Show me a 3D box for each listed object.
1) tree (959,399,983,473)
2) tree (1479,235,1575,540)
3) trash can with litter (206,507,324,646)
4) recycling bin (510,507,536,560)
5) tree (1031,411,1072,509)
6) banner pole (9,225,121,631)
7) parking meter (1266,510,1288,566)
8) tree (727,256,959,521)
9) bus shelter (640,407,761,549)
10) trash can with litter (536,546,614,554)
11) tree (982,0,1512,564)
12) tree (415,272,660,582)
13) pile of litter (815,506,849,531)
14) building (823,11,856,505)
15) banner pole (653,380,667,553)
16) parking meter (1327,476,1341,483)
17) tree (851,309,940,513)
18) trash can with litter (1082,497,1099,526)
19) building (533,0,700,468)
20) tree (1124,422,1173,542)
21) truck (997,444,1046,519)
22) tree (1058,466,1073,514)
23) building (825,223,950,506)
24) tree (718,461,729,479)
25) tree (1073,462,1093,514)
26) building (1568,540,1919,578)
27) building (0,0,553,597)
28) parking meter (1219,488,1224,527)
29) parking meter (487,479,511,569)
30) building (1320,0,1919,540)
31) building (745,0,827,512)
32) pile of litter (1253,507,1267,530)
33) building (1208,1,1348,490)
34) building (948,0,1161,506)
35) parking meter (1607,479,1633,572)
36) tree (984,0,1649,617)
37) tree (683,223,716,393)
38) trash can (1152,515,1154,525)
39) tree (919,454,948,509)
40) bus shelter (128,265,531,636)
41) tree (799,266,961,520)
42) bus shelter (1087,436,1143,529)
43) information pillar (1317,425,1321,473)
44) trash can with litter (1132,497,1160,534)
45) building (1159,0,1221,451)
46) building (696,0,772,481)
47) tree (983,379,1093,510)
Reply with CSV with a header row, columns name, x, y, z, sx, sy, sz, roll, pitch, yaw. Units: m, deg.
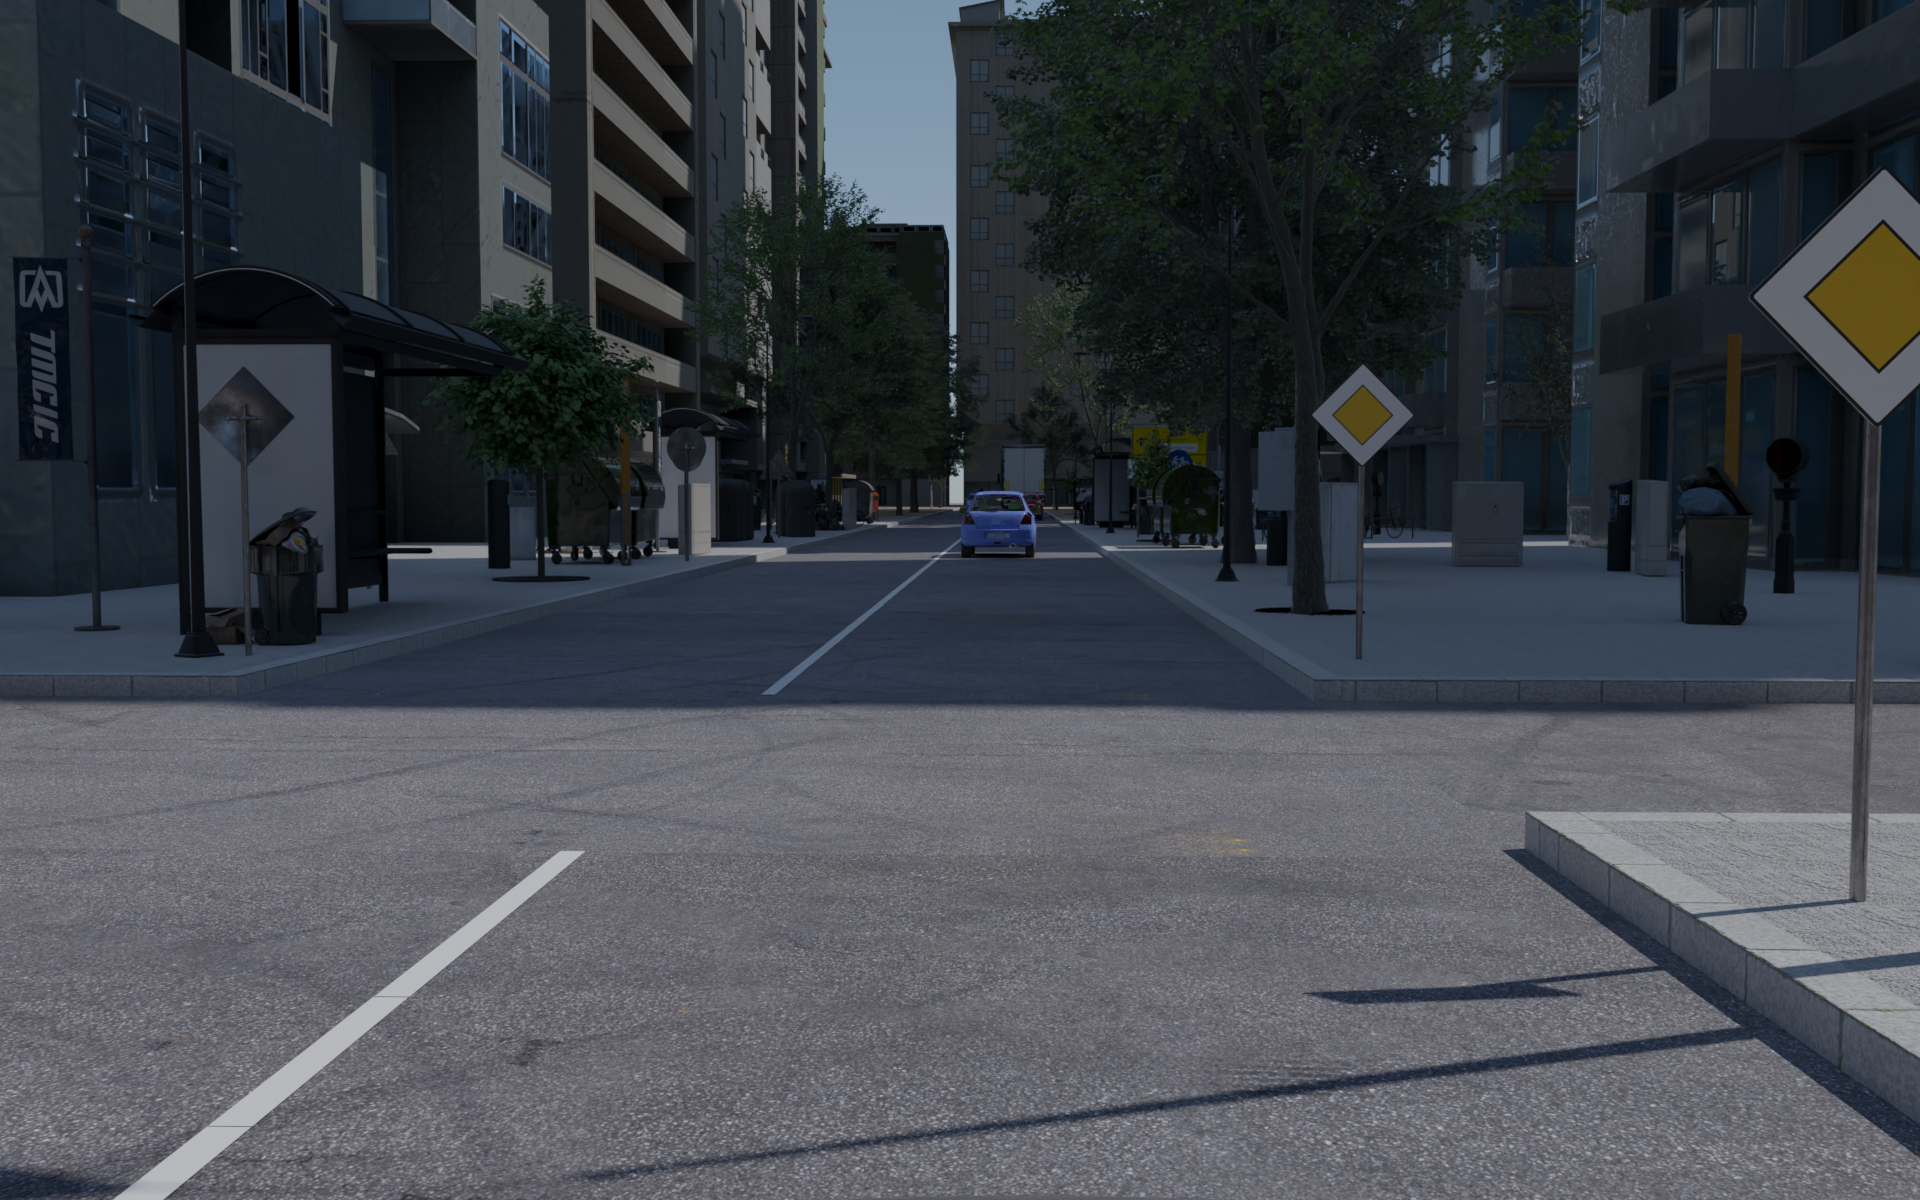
name,x,y,z,sx,sy,sz,roll,pitch,yaw
tree,-1.700,-13.685,158.155,8.767,10.594,7.601,-2,4,-30
tree,16.904,-5.996,48.398,4.360,8.622,3.978,0,3,0
trash can with litter,-5.989,-0.206,14.757,1.055,1.170,0.624,0,4,1
recycling bin,-8.681,-1.302,33.842,0.722,1.027,0.722,-1,4,-17
tree,7.903,-12.197,149.780,4.737,8.622,4.395,0,3,0
banner pole,-8.373,-1.601,16.193,0.863,3.779,0.401,-1,4,-12
parking meter,5.693,-1.385,31.059,0.372,1.533,0.369,0,3,0
tree,-5.195,-8.055,66.113,8.767,10.594,7.601,1,4,11
bus shelter,-6.362,-3.010,43.134,2.014,3.302,5.546,0,4,2
trash can with litter,-8.745,-1.637,37.819,2.233,1.210,1.678,3,5,42
tree,5.261,-7.652,31.759,9.857,13.997,8.962,0,3,0
tree,-6.335,-2.573,25.784,4.285,4.588,4.351,0,3,0
pile of litter,-4.792,-2.872,60.929,1.719,0.858,1.176,1,4,19
building,-24.272,-30.095,146.677,28.867,44.769,22.147,0,4,2
banner pole,-6.657,-2.951,38.270,0.401,3.779,0.863,0,4,0
parking meter,11.843,-3.009,54.912,0.399,1.863,0.255,-3,4,-39
tree,-3.043,-12.960,118.558,9.857,13.997,8.962,0,3,0
trash can with litter,5.496,-3.618,70.535,1.055,1.170,0.624,2,4,25
building,-23.222,-27.313,70.266,21.300,48.544,21.600,0,4,2
tree,5.368,-3.184,46.656,1.663,3.219,1.824,0,3,0
truck,3.672,-6.985,103.110,2.839,4.237,11.283,0,4,1
tree,7.178,-7.014,109.284,1.663,3.219,1.824,0,3,0
building,-8.240,-25.439,187.625,14.107,30.474,14.160,0,4,2
tree,-12.451,-5.667,87.257,1.663,3.219,1.824,0,3,0
tree,7.341,-5.908,91.201,1.663,3.219,1.824,0,3,0
building,27.578,-25.187,31.410,30.456,49.044,23.786,0,4,2
building,-21.942,-44.167,34.810,22.319,86.520,31.000,0,4,2
parking meter,10.171,-3.648,68.052,0.372,1.533,0.369,0,3,0
parking meter,-7.941,-1.309,29.820,0.372,1.533,0.369,0,3,0
building,26.706,-27.261,65.330,23.786,49.044,30.456,0,4,2
building,-17.327,-26.919,123.723,14.154,41.232,14.086,0,4,2
pile of litter,11.086,-2.968,62.486,1.176,0.858,1.719,0,4,7
building,26.518,-43.105,143.024,20.563,71.187,20.611,0,4,2
building,12.966,-36.973,193.749,27.495,52.752,28.713,0,4,2
parking meter,10.966,-1.246,28.784,0.372,1.533,0.369,0,3,0
tree,3.670,-5.667,18.412,9.928,11.665,9.643,0,3,0
tree,-5.356,-7.955,55.816,9.928,11.665,9.643,0,3,0
trash can,6.646,-2.943,59.771,0.748,1.137,0.748,0,3,0
tree,-2.540,-12.233,150.371,4.360,8.622,3.978,0,3,0
bus shelter,-6.249,-1.479,18.106,2.014,3.302,5.546,0,4,2
tree,-4.753,-10.215,85.149,7.486,12.596,7.792,0,3,0
bus shelter,5.772,-4.258,63.545,2.014,3.302,5.546,0,4,2
information pillar,8.438,-3.076,41.641,0.504,3.616,0.183,-1,4,-17
trash can with litter,6.219,-2.747,56.309,0.624,1.170,1.055,-3,5,-42
building,25.761,-30.517,122.656,21.300,48.544,21.600,0,4,2
building,-26.067,-31.388,102.435,28.713,52.752,27.495,0,4,2
tree,7.541,-12.563,139.822,7.601,10.594,8.767,2,4,32
